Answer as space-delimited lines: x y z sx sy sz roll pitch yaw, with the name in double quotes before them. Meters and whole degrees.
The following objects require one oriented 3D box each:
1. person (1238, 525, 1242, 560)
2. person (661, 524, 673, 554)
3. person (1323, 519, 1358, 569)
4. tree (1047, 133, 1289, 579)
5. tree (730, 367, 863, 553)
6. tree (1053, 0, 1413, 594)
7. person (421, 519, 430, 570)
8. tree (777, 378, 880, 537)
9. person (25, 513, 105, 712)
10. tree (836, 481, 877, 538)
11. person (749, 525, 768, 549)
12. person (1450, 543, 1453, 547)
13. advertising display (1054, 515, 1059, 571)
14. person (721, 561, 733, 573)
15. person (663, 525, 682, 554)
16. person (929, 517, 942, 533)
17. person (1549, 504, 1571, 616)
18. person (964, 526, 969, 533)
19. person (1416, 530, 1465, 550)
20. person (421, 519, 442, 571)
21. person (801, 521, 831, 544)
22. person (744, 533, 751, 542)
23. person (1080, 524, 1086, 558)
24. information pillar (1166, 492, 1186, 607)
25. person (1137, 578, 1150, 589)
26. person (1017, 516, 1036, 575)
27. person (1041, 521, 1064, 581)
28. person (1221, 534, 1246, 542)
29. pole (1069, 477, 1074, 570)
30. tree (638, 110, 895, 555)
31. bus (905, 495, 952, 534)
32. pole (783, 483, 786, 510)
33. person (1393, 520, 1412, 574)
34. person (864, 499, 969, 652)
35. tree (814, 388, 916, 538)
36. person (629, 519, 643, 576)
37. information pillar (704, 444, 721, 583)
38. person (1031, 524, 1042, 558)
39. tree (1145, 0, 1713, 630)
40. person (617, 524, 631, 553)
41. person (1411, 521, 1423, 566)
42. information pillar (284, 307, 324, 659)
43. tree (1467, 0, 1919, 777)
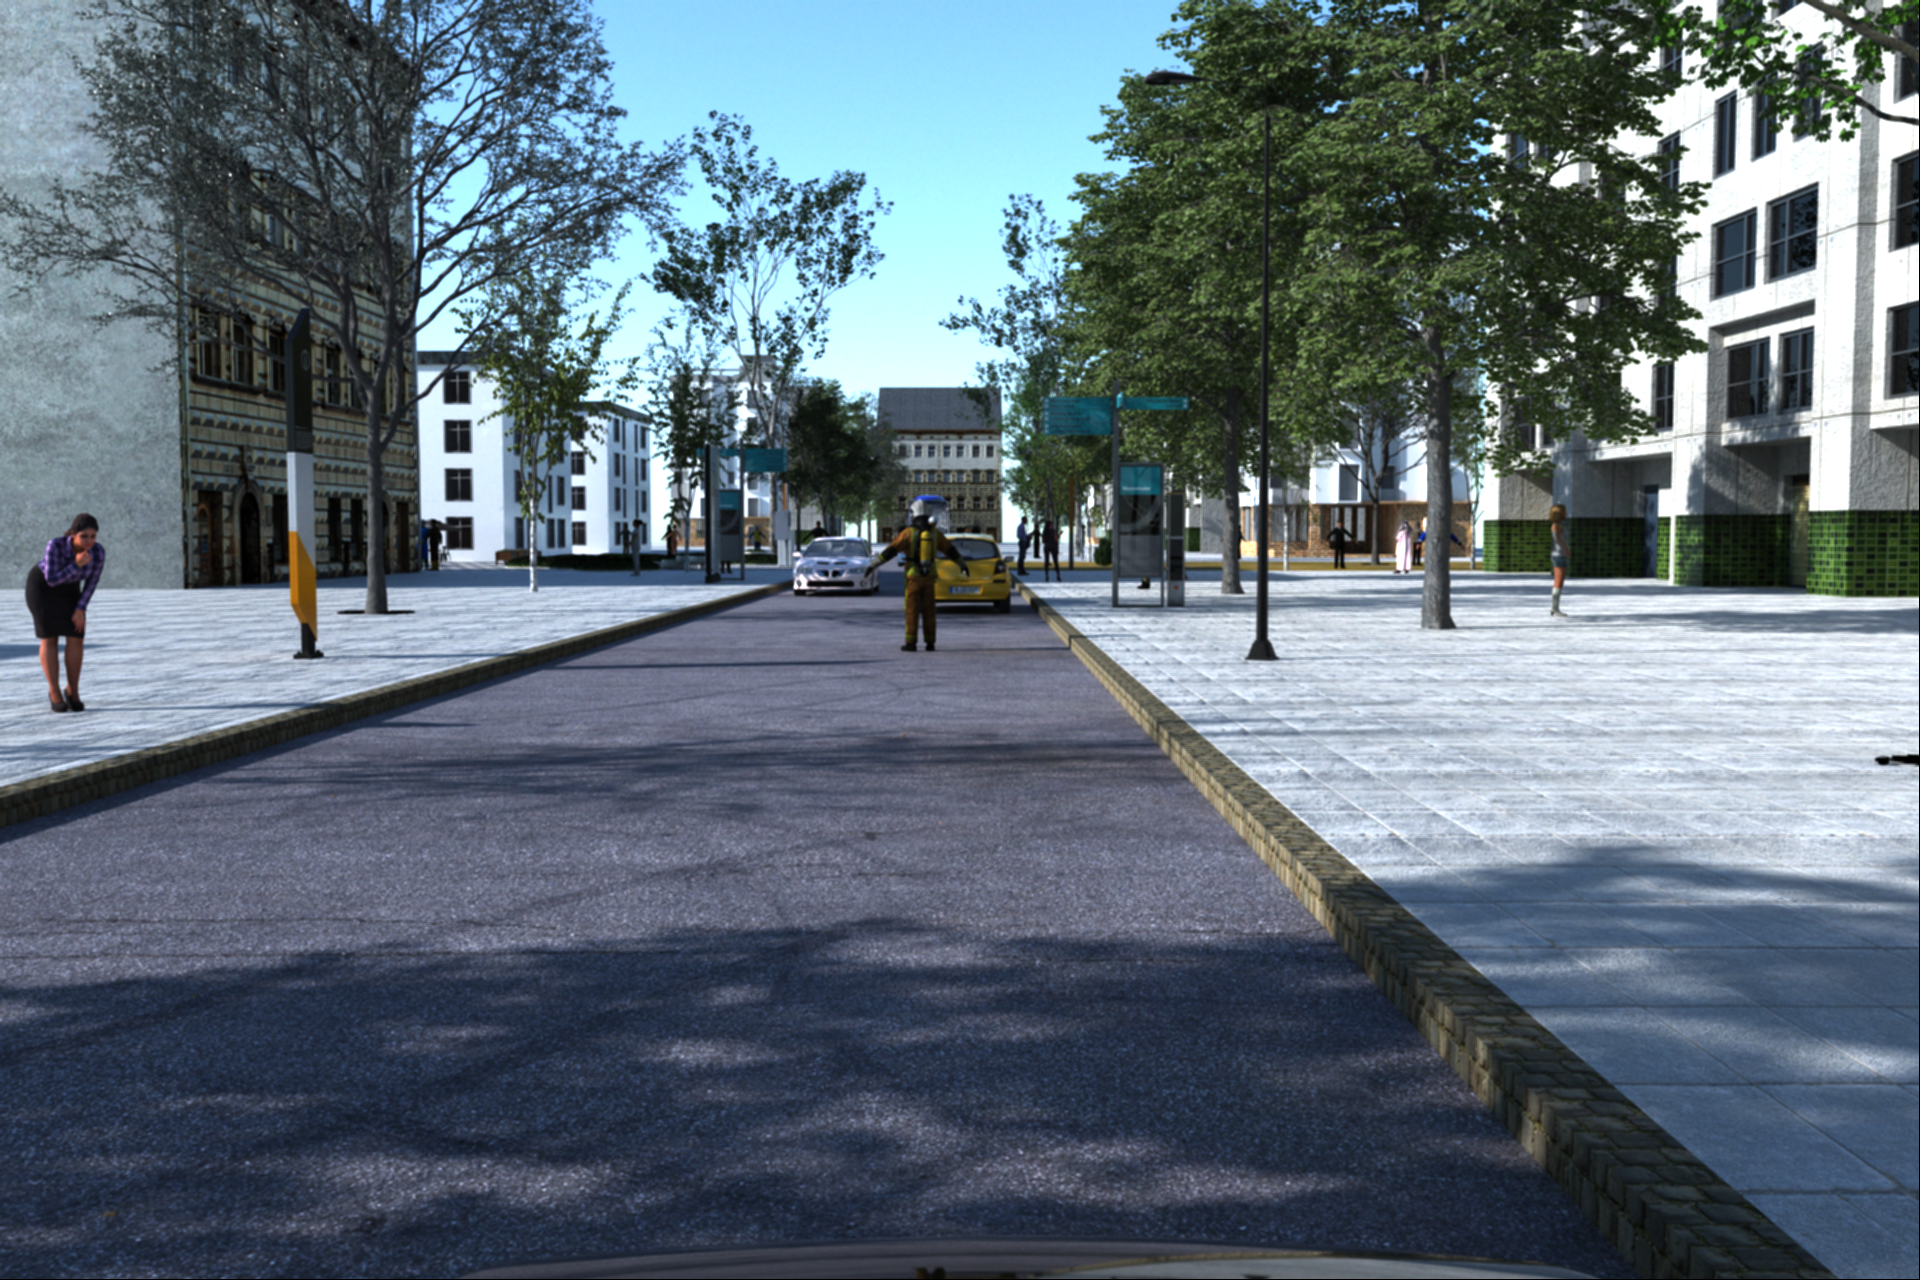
"person" 13.805 -4.872 86.384 0.721 1.740 1.216 2 4 29
"person" -16.855 -5.785 100.371 0.705 1.856 1.354 -3 5 -44
"person" 14.145 -3.580 64.460 1.347 1.837 0.705 0 4 -5
"tree" 5.982 -7.978 48.565 7.486 12.596 7.792 0 3 0
"tree" -9.160 -9.868 95.749 8.767 10.594 7.601 2 4 28
"tree" 5.709 -7.238 36.462 7.486 12.596 7.792 0 3 0
"person" -19.388 -3.445 62.452 1.347 1.817 0.704 1 4 13
"tree" -9.656 -12.756 126.694 7.486 12.596 7.792 0 3 0
"person" -6.392 -0.194 12.443 0.697 1.427 0.421 3 4 36
"tree" -9.023 -12.682 157.706 4.360 8.622 3.978 0 3 0
"person" -10.906 -5.328 93.578 1.216 1.772 0.721 2 4 27
"person" 18.700 -3.510 66.647 0.991 1.433 0.599 -3 5 -45
"advertising display" 3.356 -3.375 60.394 0.123 1.923 0.974 0 4 0
"person" -7.623 -3.056 56.735 1.217 1.736 0.721 -3 5 -42
"person" -13.603 -4.605 82.093 0.721 1.733 1.217 2 4 32
"person" -0.660 -2.024 41.411 1.347 1.847 0.705 -2 4 -31
"person" 9.445 -1.251 27.073 0.721 1.753 1.214 1 4 16
"person" 0.327 -3.656 68.954 1.216 1.740 0.721 -3 5 -40
"person" 11.700 -2.223 42.326 1.345 1.831 0.704 -1 4 -18
"person" -18.531 -3.351 60.932 0.704 1.812 1.346 1 4 13
"person" -5.609 -3.812 68.544 1.346 1.802 0.704 -1 4 -21
"person" -10.352 -4.520 80.095 1.347 1.806 0.705 0 4 -8
"person" 6.662 -5.414 94.664 0.704 1.843 1.345 0 4 5
"information pillar" 3.809 -1.598 30.622 0.304 2.012 0.304 0 3 0
"person" 4.291 -2.113 40.419 0.704 1.845 1.351 0 4 1
"person" 2.076 -2.935 53.903 0.599 1.838 0.709 1 4 10
"person" 2.505 -2.415 47.004 0.593 1.643 0.415 -2 4 -23
"person" 12.837 -4.620 81.513 1.349 1.833 0.705 3 5 40
"pole" 3.986 -4.166 61.958 0.158 3.312 0.155 0 3 0
"tree" -10.141 -13.733 80.418 12.611 20.169 13.585 0 3 0
"bus" -1.940 -7.438 113.165 2.896 3.916 12.251 0 3 0
"pole" -7.036 -4.644 69.768 0.158 3.312 0.155 0 3 0
"person" 14.416 -3.027 56.197 0.551 1.740 0.621 -2 4 -35
"person" -0.497 -0.794 21.202 1.354 1.858 0.705 -1 4 -20
"tree" -8.378 -14.358 145.127 12.009 13.543 11.850 0 3 0
"person" -10.011 -2.833 53.088 0.721 1.739 1.217 0 4 -3
"information pillar" -6.545 -3.333 45.808 0.184 3.620 1.656 0 4 0
"person" 4.093 -5.227 91.652 0.705 1.806 1.347 -2 4 -33
"tree" 6.068 -6.429 23.245 7.486 12.596 7.792 0 3 0
"person" -17.688 -5.238 91.909 1.348 1.796 0.705 1 4 23
"person" 18.631 -3.938 70.509 0.705 1.813 1.348 -3 4 -36
"information pillar" -6.756 -1.616 17.769 0.183 3.616 0.504 0 4 1
"tree" 5.784 -5.096 9.074 9.928 11.665 9.643 0 3 0
